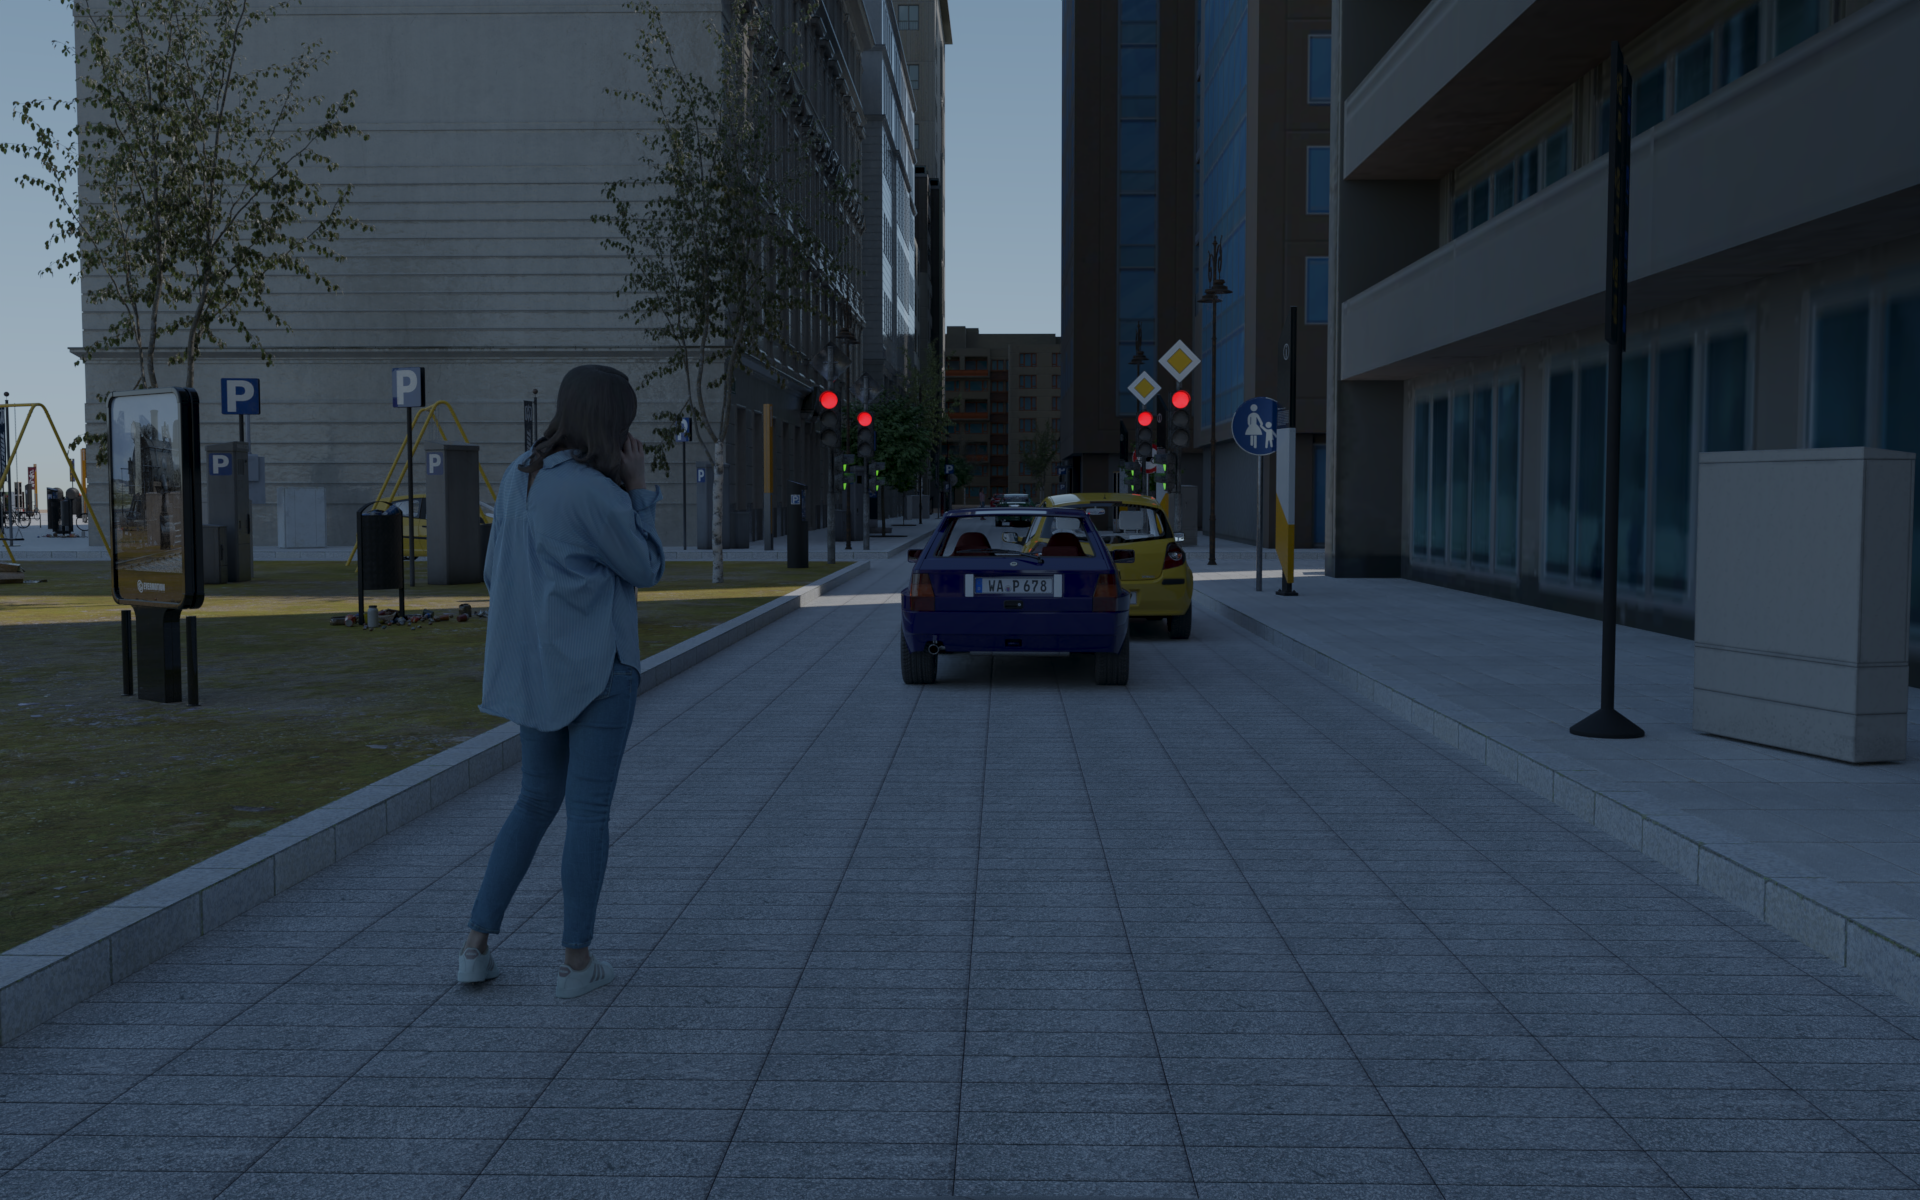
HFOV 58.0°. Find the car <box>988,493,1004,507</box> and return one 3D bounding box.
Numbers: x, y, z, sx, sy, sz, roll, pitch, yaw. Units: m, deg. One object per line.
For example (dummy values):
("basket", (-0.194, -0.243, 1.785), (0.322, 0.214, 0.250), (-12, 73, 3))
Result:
("car", (3.442, -8.428, 146.836), (2.155, 1.783, 4.494), (0, 3, 0))

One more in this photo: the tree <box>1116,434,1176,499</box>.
("tree", (5.690, -3.571, 52.993), (1.663, 3.219, 1.824), (0, 3, 0))

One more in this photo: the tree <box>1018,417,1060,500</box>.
("tree", (7.746, -13.167, 165.639), (4.737, 8.622, 4.395), (0, 3, 0))

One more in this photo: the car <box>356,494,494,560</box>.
("car", (-10.365, -1.565, 35.814), (3.980, 1.641, 2.015), (0, 4, 3))

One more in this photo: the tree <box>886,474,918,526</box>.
("tree", (-2.405, -4.596, 69.752), (1.663, 3.219, 1.824), (0, 3, 0))

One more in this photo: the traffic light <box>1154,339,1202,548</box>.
("traffic light", (3.965, -2.607, 31.550), (0.839, 4.253, 0.868), (0, 4, 2))

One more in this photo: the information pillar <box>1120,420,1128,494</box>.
("information pillar", (5.151, -3.864, 54.529), (0.183, 3.616, 0.504), (-1, 4, -18))

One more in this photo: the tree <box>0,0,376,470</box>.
("tree", (-9.147, -4.280, 20.338), (4.360, 8.622, 3.978), (0, 3, 0))

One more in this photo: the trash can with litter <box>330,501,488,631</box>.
("trash can with litter", (-5.427, -0.387, 17.387), (1.678, 1.210, 2.233), (2, 4, 31))

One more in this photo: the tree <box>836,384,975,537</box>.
("tree", (-2.267, -4.170, 51.890), (4.285, 4.588, 4.351), (0, 3, 0))

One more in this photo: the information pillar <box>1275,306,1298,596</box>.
("information pillar", (4.125, -1.868, 21.894), (0.183, 3.616, 0.504), (-1, 4, -9))

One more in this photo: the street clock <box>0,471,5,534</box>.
("street clock", (-30.662, -3.100, 55.258), (0.471, 2.002, 0.358), (3, 4, 38))

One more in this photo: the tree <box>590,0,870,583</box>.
("tree", (-3.441, -4.566, 25.013), (4.360, 8.622, 3.978), (0, 3, 0))

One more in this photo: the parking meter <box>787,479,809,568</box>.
("parking meter", (-2.814, -1.322, 30.024), (0.372, 1.533, 0.369), (0, 3, 0))

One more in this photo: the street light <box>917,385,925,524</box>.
("street light", (-1.686, -6.182, 73.865), (0.468, 5.910, 1.993), (0, 4, 2))

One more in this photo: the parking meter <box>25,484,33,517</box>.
("parking meter", (-52.402, -5.611, 97.456), (0.399, 1.863, 0.255), (3, 4, 37))

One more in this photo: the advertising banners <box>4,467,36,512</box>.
("advertising banners", (-59.832, -6.972, 110.184), (0.090, 3.025, 2.074), (3, 5, 44))

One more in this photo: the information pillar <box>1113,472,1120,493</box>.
("information pillar", (5.222, -3.206, 56.909), (0.304, 2.012, 0.304), (-1, 4, -18))

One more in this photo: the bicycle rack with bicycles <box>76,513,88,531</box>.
("bicycle rack with bicycles", (-29.144, -2.868, 60.277), (2.925, 0.926, 2.852), (-2, 4, -27))

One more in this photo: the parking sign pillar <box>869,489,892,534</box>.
("parking sign pillar", (-2.951, -4.183, 56.863), (1.447, 3.967, 1.447), (0, 4, -6))

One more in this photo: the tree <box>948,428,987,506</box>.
("tree", (0.755, -14.794, 192.250), (4.360, 8.622, 3.978), (0, 3, 0))

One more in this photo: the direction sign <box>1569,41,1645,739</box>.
("direction sign", (3.455, -1.049, 9.145), (0.379, 3.537, 0.876), (2, 4, 25))

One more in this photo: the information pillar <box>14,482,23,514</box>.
("information pillar", (-56.806, -6.116, 104.484), (0.304, 2.012, 0.304), (1, 4, 9))

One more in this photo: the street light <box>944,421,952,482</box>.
("street light", (-0.772, -8.241, 107.536), (0.468, 5.910, 1.993), (0, 4, 2))

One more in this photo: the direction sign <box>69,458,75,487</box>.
("direction sign", (-56.539, -7.239, 110.356), (0.379, 3.537, 0.876), (-1, 4, -9))

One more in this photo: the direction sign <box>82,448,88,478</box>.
("direction sign", (-42.604, -5.693, 85.075), (0.876, 3.537, 0.379), (-1, 4, -14))

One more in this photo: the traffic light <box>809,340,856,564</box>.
("traffic light", (-2.345, -2.617, 31.701), (0.839, 4.253, 0.868), (0, 4, 2))

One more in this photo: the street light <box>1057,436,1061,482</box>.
("street light", (6.585, -8.614, 113.628), (0.468, 5.910, 1.993), (0, 4, 2))

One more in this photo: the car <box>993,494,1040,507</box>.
("car", (2.515, -4.006, 77.303), (2.131, 1.459, 4.920), (0, 4, 3))

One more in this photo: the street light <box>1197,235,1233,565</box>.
("street light", (4.564, -3.571, 31.170), (0.468, 5.910, 1.993), (0, 4, 2))

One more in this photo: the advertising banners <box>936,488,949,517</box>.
("advertising banners", (-1.012, -6.294, 99.095), (0.090, 3.025, 2.074), (1, 4, 21))

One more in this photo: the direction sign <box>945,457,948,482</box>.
("direction sign", (-0.834, -6.934, 105.372), (0.379, 3.537, 0.876), (-1, 4, -9))

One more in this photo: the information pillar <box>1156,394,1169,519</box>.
("information pillar", (4.735, -3.007, 40.524), (0.183, 3.616, 0.504), (-1, 4, -21))

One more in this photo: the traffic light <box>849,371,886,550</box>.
("traffic light", (-2.133, -3.105, 39.684), (0.839, 4.253, 0.868), (0, 4, 2))

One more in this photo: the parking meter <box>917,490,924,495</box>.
("parking meter", (-2.194, -5.360, 96.042), (0.372, 1.533, 0.369), (0, 3, 0))

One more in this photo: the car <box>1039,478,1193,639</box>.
("car", (1.463, -0.508, 18.535), (2.015, 1.641, 3.980), (0, 4, 1))

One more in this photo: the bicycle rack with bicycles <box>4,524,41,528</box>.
("bicycle rack with bicycles", (-35.923, -3.157, 65.007), (2.925, 0.926, 2.852), (1, 4, 20))

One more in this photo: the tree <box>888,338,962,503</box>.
("tree", (-1.894, -8.066, 82.243), (4.737, 8.622, 4.395), (0, 3, 0))

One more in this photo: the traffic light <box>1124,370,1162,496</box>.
("traffic light", (4.177, -3.096, 39.533), (0.839, 4.253, 0.868), (0, 4, 2))

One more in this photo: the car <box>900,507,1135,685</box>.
("car", (0.492, -0.108, 14.348), (1.945, 1.354, 3.894), (0, 4, 3))

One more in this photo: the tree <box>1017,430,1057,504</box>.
("tree", (8.744, -14.800, 192.336), (4.360, 8.622, 3.978), (0, 3, 0))

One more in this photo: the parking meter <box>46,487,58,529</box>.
("parking meter", (-33.301, -3.374, 63.572), (0.372, 1.533, 0.369), (0, 3, 0))

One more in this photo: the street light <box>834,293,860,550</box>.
("street light", (-2.581, -4.107, 39.939), (0.468, 5.910, 1.993), (0, 4, 2))

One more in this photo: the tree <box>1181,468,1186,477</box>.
("tree", (6.389, -3.715, 55.349), (1.663, 3.219, 1.824), (0, 3, 0))

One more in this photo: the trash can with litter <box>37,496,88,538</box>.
("trash can with litter", (-26.573, -2.470, 51.437), (2.233, 1.210, 1.678), (3, 5, 44))
